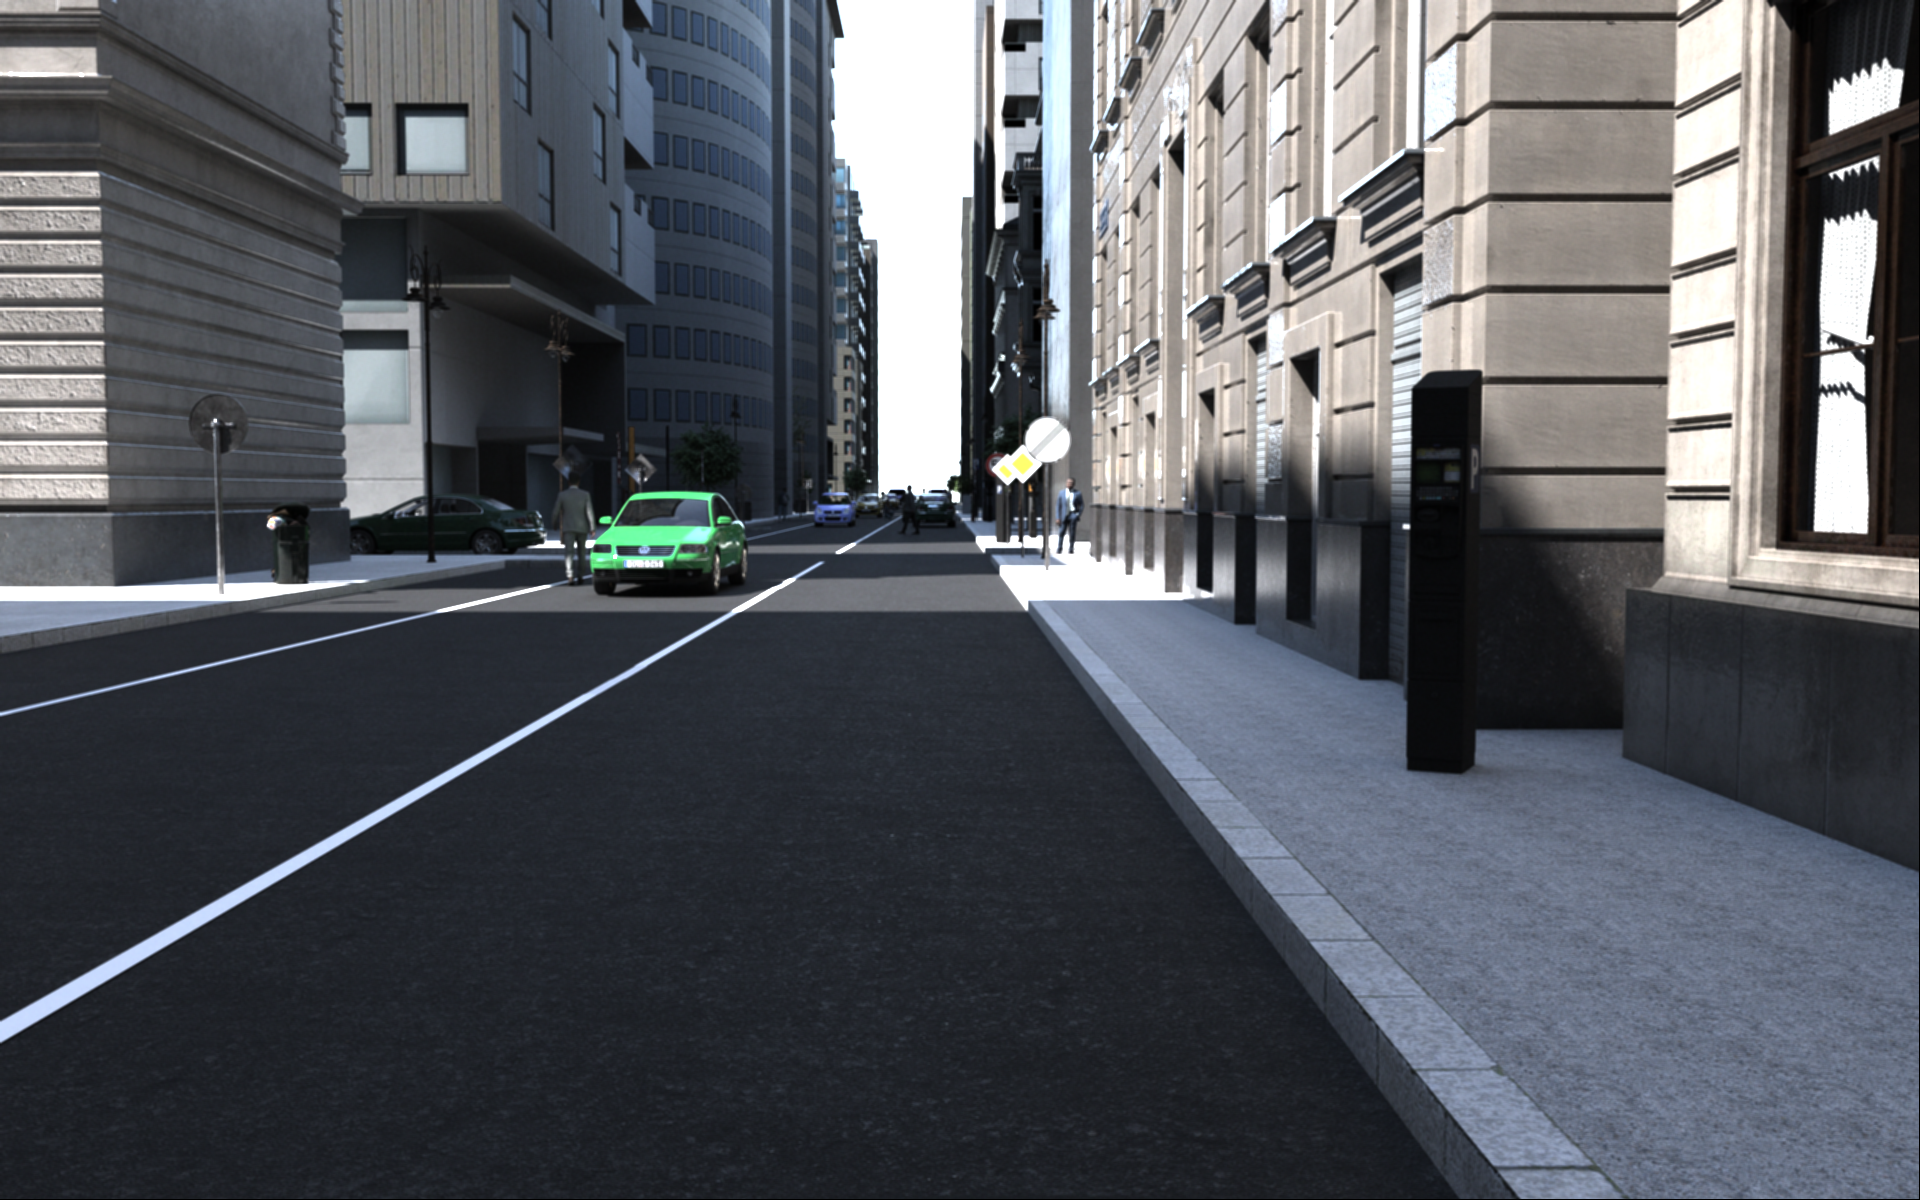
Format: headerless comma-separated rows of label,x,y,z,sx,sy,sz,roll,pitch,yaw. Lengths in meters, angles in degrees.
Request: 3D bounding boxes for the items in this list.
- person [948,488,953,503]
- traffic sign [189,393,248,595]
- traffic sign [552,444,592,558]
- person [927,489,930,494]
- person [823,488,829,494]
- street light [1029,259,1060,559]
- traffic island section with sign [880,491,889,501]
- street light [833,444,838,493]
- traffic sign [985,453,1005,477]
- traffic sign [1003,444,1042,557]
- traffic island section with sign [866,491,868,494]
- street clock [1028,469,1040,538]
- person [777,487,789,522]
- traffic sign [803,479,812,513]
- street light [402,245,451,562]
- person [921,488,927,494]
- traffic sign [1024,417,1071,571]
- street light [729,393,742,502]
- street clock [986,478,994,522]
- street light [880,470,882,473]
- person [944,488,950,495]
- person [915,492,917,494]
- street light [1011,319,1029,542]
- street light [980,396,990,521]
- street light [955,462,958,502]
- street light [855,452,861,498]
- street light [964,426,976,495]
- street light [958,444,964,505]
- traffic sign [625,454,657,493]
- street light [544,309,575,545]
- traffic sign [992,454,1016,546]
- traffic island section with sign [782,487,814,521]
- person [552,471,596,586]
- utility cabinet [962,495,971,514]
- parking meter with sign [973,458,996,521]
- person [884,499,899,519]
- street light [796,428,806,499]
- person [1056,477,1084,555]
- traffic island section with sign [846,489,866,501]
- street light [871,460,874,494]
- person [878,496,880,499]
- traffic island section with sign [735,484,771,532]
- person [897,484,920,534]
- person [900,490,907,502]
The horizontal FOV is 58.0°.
person,-0.565,-5.262,94.870,0.374,1.781,0.599,1,4,11
traffic sign,-9.386,-1.335,21.930,0.768,2.556,0.104,0,4,4
traffic sign,-7.827,-1.916,34.973,0.795,2.450,0.064,0,4,-1
person,-2.496,-7.984,139.017,1.348,1.826,0.705,3,5,40
person,-7.878,-5.740,102.440,0.391,1.810,0.635,-3,5,-41
street light,1.693,-3.757,34.222,0.468,5.910,1.993,0,4,-1
traffic island section with sign,-10.227,-14.886,252.015,1.989,1.847,2.006,0,4,-1
street light,-11.168,-11.203,155.963,0.468,5.910,1.993,0,4,-1
traffic sign,1.170,-3.268,53.542,0.768,2.556,0.104,0,4,1
traffic sign,1.267,-1.921,35.051,0.795,2.450,0.064,0,4,-1
traffic island section with sign,-9.337,-9.872,170.027,1.989,1.847,2.006,0,4,-1
street clock,2.136,-2.793,50.239,0.358,2.002,0.471,1,4,10
person,-9.014,-4.865,88.395,0.623,1.781,0.721,0,4,-4
traffic sign,-10.400,-7.107,118.321,0.606,2.300,0.079,1,4,8
street light,-9.929,-3.644,32.368,0.468,5.910,1.993,0,4,-1
person,-1.929,-5.259,94.903,0.576,1.772,0.534,-2,4,-28
traffic sign,1.448,-1.749,28.704,0.768,2.556,0.104,0,4,5
street light,-10.319,-6.541,79.739,0.468,5.910,1.993,0,4,-1
street clock,1.377,-4.611,79.966,0.358,2.002,0.471,-1,4,-20
street light,-12.524,-18.476,274.862,0.468,5.910,1.993,0,4,-1
person,-0.771,-6.174,109.703,0.793,1.790,0.793,-3,5,-42
person,-5.528,-12.810,218.647,1.217,1.736,0.721,-1,4,-20
street light,1.604,-4.468,45.844,0.468,5.910,1.993,0,4,-1
street light,1.189,-6.657,81.623,0.468,5.910,1.993,0,4,-1
street light,-0.074,-13.551,194.347,0.468,5.910,1.993,0,4,-1
street light,-11.729,-14.068,202.797,0.468,5.910,1.993,0,4,-1
street light,0.684,-9.191,123.066,0.468,5.910,1.993,0,4,-1
street light,0.318,-11.371,158.707,0.468,5.910,1.993,0,4,-1
traffic sign,-7.914,-2.405,42.957,0.795,2.450,0.064,0,4,-1
street light,-9.989,-4.316,43.358,0.468,5.910,1.993,0,4,-1
traffic sign,1.179,-2.409,43.036,0.795,2.450,0.064,0,4,-1
traffic island section with sign,-8.490,-5.141,92.677,1.989,1.847,2.006,0,4,-1
person,-6.073,-1.130,27.250,0.678,1.792,0.850,-1,4,-13
utility cabinet,0.648,-6.170,112.038,1.020,1.237,0.306,0,4,1
parking meter with sign,1.478,-5.391,84.400,1.738,3.016,0.543,-3,4,-36
person,-3.918,-5.128,97.836,1.012,1.151,0.738,-3,5,-43
street light,-10.867,-8.998,119.912,0.468,5.910,1.993,0,4,-1
person,2.411,-1.837,38.715,0.721,1.800,0.419,0,4,1
traffic island section with sign,-9.028,-8.199,142.681,1.989,1.847,2.006,0,4,-1
street light,-12.029,-16.248,238.439,0.468,5.910,1.993,0,4,-1
person,-9.942,-12.078,209.161,0.799,1.438,0.628,2,4,29
traffic island section with sign,-8.199,-3.492,65.724,1.989,1.847,2.006,0,4,-1
person,-1.849,-3.240,61.864,0.834,1.777,0.661,0,4,-7
person,-4.792,-8.665,150.733,0.990,1.755,0.434,-1,4,-23
